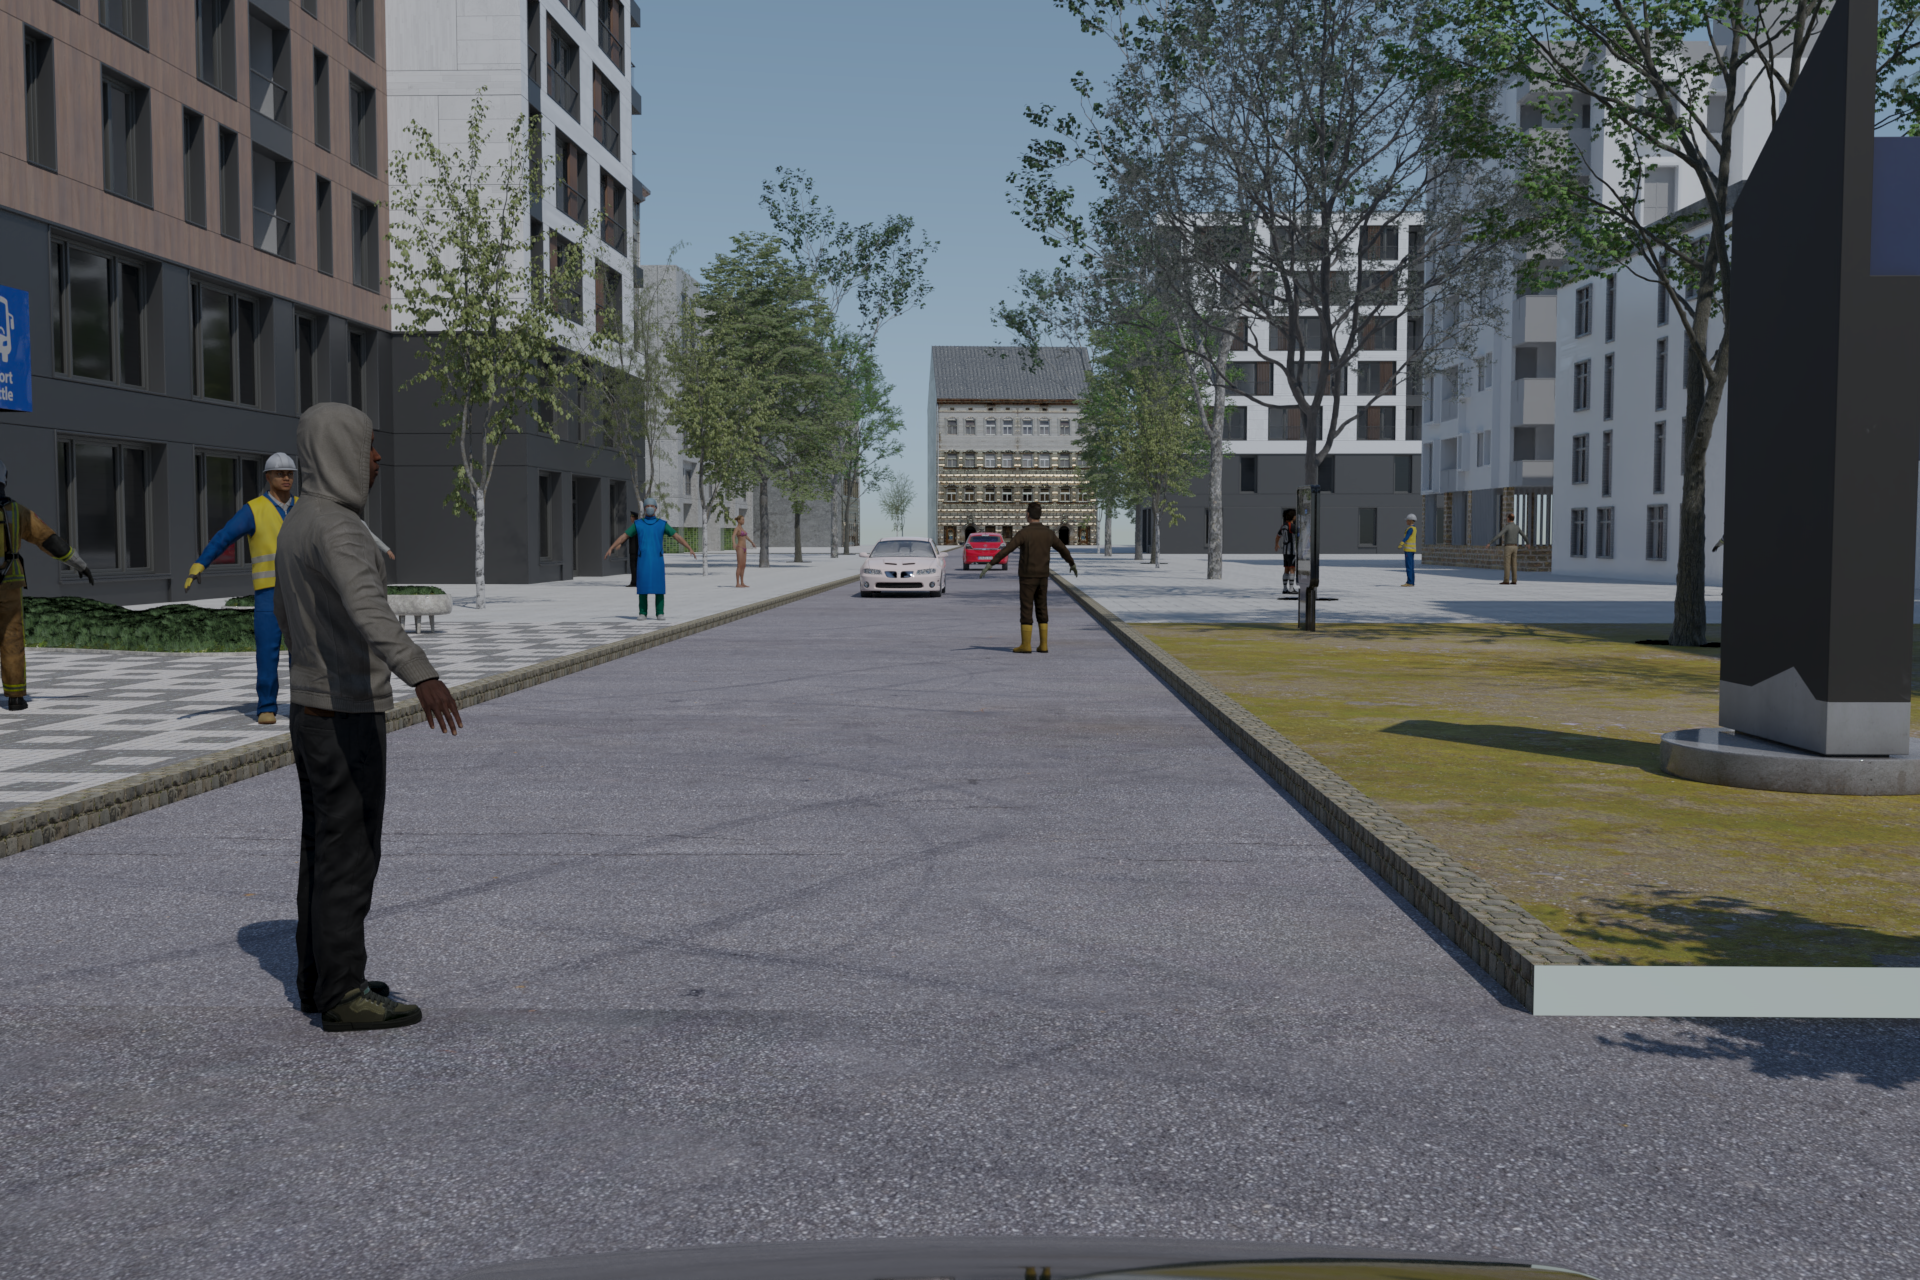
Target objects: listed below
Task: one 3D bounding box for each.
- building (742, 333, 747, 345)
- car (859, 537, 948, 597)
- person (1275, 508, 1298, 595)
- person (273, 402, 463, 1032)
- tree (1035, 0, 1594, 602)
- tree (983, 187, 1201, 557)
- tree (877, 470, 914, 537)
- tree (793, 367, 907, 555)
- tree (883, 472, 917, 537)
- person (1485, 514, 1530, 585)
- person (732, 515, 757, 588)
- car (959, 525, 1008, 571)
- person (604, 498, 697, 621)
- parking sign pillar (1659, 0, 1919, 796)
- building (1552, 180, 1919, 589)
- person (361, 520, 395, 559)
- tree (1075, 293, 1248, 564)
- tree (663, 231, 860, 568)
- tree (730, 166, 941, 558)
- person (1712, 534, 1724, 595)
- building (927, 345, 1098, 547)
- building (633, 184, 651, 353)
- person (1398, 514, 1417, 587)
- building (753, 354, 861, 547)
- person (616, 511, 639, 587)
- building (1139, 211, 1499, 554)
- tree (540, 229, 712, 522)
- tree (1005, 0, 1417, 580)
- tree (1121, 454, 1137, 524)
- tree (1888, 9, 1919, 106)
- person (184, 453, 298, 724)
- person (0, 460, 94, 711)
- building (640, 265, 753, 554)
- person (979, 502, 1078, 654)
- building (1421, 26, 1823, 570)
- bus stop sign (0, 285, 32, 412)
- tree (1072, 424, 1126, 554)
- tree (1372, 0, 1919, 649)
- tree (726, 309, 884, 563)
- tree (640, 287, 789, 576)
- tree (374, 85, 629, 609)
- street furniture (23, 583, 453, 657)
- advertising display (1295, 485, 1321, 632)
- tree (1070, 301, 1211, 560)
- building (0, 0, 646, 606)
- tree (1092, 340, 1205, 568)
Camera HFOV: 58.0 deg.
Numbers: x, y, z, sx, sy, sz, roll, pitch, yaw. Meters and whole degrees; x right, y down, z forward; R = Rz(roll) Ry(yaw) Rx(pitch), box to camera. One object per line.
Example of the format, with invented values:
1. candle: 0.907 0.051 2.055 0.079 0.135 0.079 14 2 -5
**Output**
1. building: -24.858 -17.994 150.626 16.016 20.090 11.380 0 4 1
2. car: -1.299 -1.740 40.803 2.083 1.381 4.827 0 4 1
3. person: 7.047 -1.878 36.856 0.704 1.843 1.345 -2 4 -24
4. person: -1.801 0.213 5.108 0.705 1.813 1.348 -2 4 -35
5. tree: 6.840 -7.511 33.181 12.009 13.543 11.850 0 3 0
6. tree: 7.621 -14.758 97.187 12.611 20.169 13.585 0 3 0
7. tree: -6.938 -15.138 197.874 4.360 8.622 3.978 0 3 0
8. tree: -6.830 -11.012 105.804 9.928 11.665 9.643 0 3 0
9. tree: -6.540 -15.496 203.715 4.360 8.622 3.978 0 3 0
10. person: 13.923 -2.299 43.864 1.348 1.796 0.705 -1 4 -21
11. person: -5.182 -2.125 41.542 0.721 1.733 1.217 1 4 17
12. car: 1.024 -3.690 69.376 2.155 1.783 4.494 0 4 1
13. person: -4.595 -1.199 25.737 1.347 1.817 0.704 -1 4 -8
14. parking sign pillar: 4.492 -1.260 9.074 1.447 3.967 1.447 0 4 2
15. building: 23.035 -6.060 41.228 9.099 9.664 28.070 0 4 1
16. person: -9.185 -1.232 26.329 1.347 1.806 0.705 2 4 24
17. tree: 8.403 -9.039 73.536 9.928 11.665 9.643 0 3 0
18. tree: -7.862 -9.030 65.774 7.486 12.596 7.792 0 3 0
19. tree: -8.161 -14.436 91.910 12.611 20.169 13.585 0 3 0
20. person: 16.004 -1.841 35.875 0.705 1.856 1.354 0 4 -2
21. building: 5.728 -22.509 201.408 18.063 23.208 19.493 0 4 -4
22. building: -23.684 -14.498 67.967 19.493 23.208 18.063 0 4 2
23. person: 10.900 -2.189 42.256 0.721 1.772 1.216 2 4 29
24. building: -20.309 -21.117 176.187 19.493 23.208 18.063 0 4 2
25. person: -7.876 -2.200 41.899 0.705 1.837 1.347 1 4 20
26. building: 26.775 -17.259 126.163 27.936 21.610 32.646 0 4 1
27. tree: -7.462 -5.572 41.460 4.360 8.622 3.978 0 3 0
28. tree: 7.146 -11.869 49.941 12.611 20.169 13.585 0 3 0
29. tree: 22.694 -17.842 198.376 9.857 13.997 8.962 0 3 0
30. tree: 8.573 -3.789 12.310 4.360 8.622 3.978 0 3 0
31. person: -4.608 -0.357 11.811 1.349 1.833 0.705 -3 5 -41
32. person: -7.014 -0.415 12.550 1.354 1.858 0.705 -2 4 -34
33. building: -26.381 -16.122 130.052 16.747 18.905 31.486 0 4 2
34. person: 0.874 -0.750 20.861 1.346 1.812 0.704 -2 4 -27
35. building: 24.424 -13.125 71.015 16.016 20.090 11.380 0 4 1
36. bus stop sign: -6.709 -1.366 11.345 0.837 3.901 0.837 0 4 1
37. tree: 8.925 -9.802 110.628 4.737 8.622 4.395 0 3 0
38. tree: 8.546 -5.735 19.517 9.928 11.665 9.643 0 3 0
39. tree: -7.212 -9.297 77.756 9.928 11.665 9.643 0 3 0
40. tree: -7.494 -6.236 52.326 4.737 8.622 4.395 0 3 0
41. tree: -8.058 -4.844 29.570 4.737 8.622 4.395 0 3 0
42. street furniture: -11.287 -0.339 21.175 10.072 0.657 5.734 1 4 12
43. advertising display: 4.628 -1.092 23.075 0.123 1.923 0.974 0 4 0
44. tree: 8.977 -10.163 84.298 7.486 12.596 7.792 0 3 0
45. building: -24.963 -12.094 41.717 27.936 21.610 32.646 0 4 2
46. tree: 7.277 -6.999 64.792 4.737 8.622 4.395 0 3 0
